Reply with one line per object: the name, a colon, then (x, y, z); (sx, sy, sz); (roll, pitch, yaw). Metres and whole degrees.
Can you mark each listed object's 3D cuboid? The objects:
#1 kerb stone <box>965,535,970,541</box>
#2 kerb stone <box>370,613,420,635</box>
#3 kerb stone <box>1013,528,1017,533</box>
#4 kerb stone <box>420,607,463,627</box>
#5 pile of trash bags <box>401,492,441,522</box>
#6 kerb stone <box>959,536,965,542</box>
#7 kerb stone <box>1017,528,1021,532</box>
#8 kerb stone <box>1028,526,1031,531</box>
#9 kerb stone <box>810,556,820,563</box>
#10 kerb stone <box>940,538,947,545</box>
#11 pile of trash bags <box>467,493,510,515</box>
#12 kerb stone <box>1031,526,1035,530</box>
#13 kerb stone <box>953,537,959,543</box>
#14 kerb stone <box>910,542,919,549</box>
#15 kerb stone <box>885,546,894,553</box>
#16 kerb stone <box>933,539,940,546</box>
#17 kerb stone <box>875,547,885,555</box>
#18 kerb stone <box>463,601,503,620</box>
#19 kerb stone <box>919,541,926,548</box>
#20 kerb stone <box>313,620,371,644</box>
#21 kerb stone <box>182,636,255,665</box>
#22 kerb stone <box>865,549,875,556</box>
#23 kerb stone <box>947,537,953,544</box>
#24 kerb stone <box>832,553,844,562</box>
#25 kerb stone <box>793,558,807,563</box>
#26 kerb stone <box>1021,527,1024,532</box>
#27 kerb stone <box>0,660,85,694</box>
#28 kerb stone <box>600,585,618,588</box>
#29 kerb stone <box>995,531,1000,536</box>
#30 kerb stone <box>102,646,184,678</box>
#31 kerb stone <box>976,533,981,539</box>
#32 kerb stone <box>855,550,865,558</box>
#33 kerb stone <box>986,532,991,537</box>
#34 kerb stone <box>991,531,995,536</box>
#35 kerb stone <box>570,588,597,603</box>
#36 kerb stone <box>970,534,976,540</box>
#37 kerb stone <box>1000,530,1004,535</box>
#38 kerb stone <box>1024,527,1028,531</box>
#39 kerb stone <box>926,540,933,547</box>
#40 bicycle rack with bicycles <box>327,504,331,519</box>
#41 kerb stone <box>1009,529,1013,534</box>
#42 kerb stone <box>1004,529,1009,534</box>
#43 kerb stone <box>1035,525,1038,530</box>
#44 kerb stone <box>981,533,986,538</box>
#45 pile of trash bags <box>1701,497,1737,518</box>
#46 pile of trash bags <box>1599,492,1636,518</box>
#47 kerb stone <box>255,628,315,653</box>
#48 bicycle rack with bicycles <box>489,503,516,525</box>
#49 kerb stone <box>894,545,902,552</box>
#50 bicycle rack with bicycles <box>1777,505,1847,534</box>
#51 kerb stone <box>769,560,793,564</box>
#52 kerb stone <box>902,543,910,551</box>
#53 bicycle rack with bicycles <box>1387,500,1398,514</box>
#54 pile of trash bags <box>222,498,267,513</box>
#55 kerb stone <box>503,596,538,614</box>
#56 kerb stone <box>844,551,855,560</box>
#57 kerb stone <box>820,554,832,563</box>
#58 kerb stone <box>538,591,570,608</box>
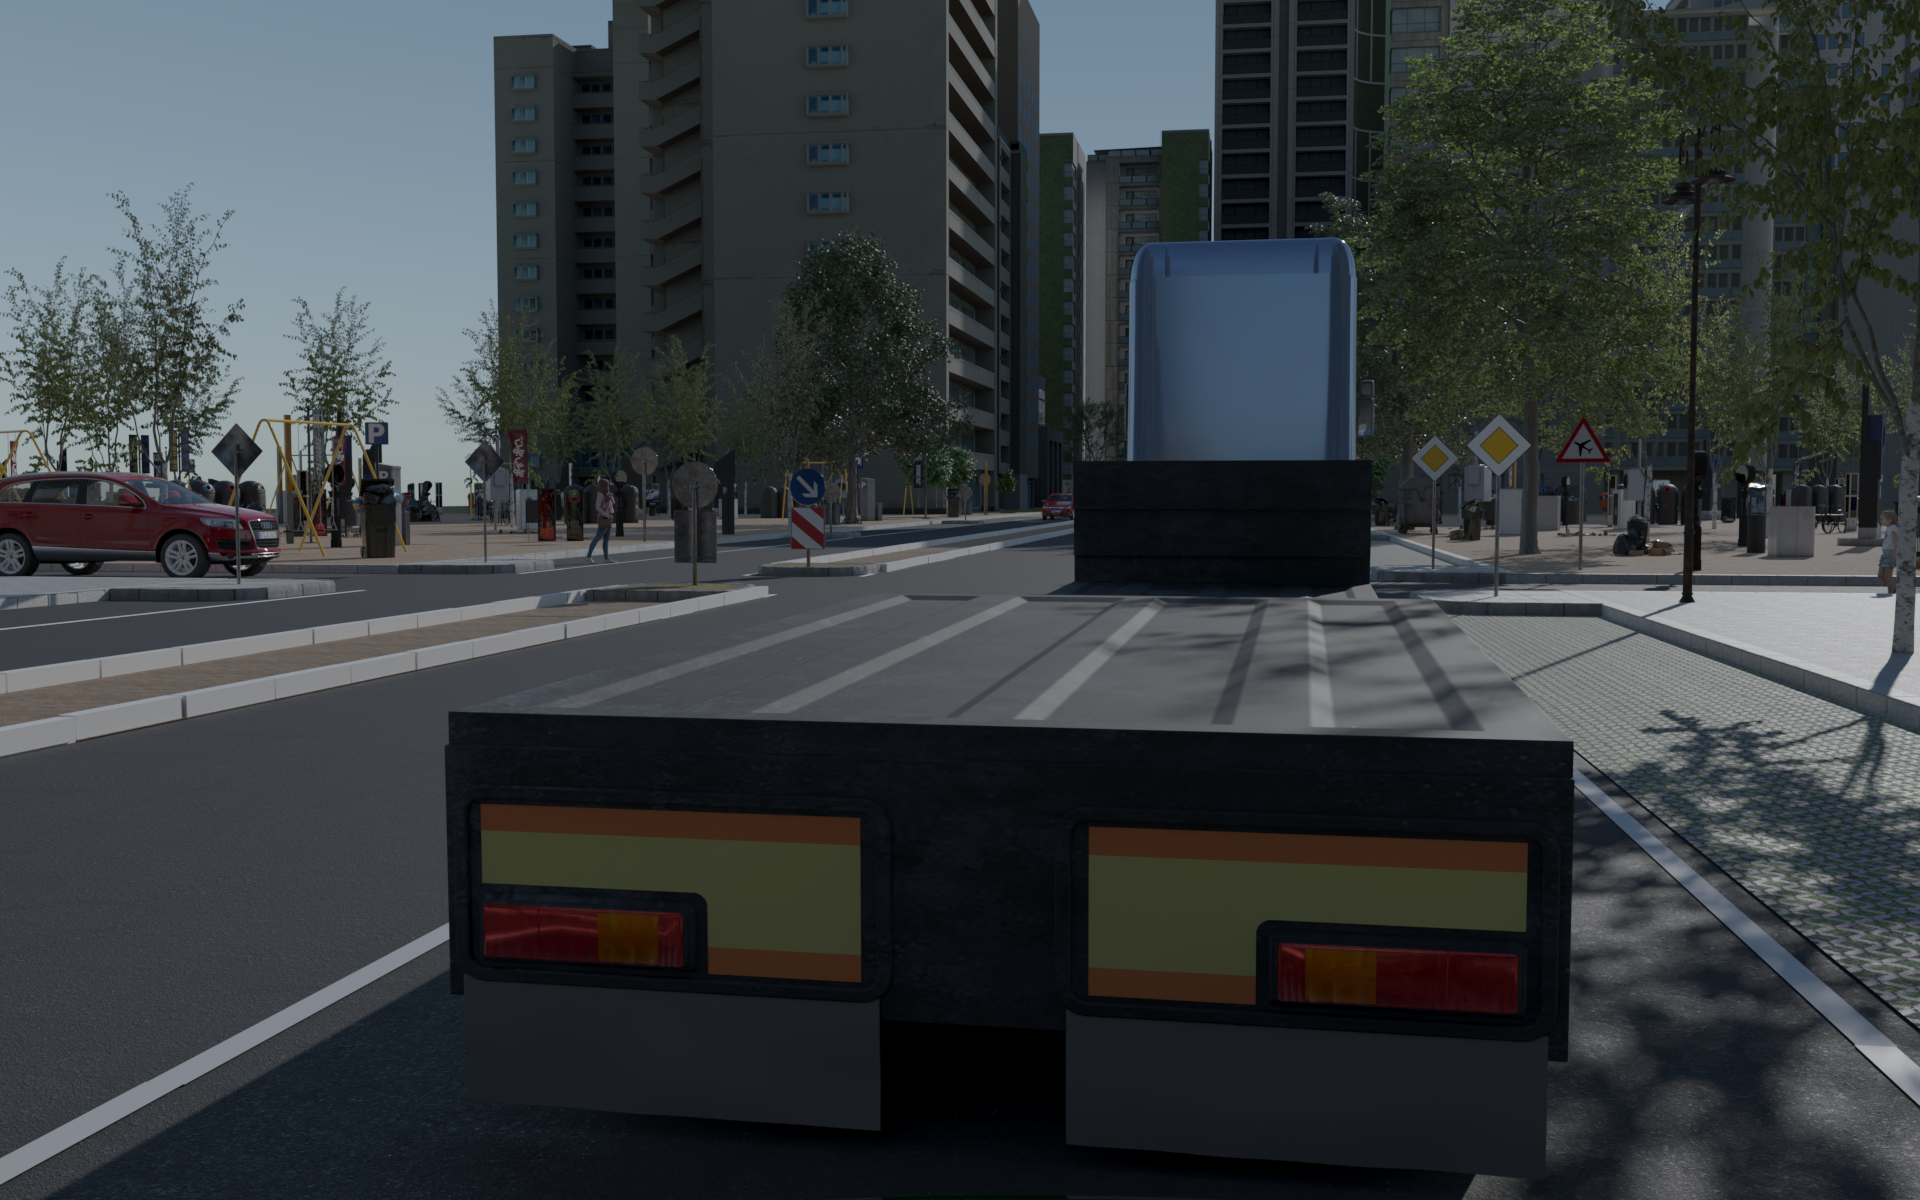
kerb stone: (0.095, -1.872, 52.863); (0.120, 0.150, 1.000); (1, 4, 10)
kerb stone: (-5.924, 0.259, 17.955); (0.120, 0.150, 1.000); (1, 4, 10)
kerb stone: (1.841, -2.491, 62.954); (0.120, 0.150, 1.000); (1, 4, 10)
kerb stone: (-5.749, 0.198, 18.962); (0.120, 0.150, 1.000); (1, 4, 10)
pile of trash bags: (-25.637, -4.259, 79.379); (1.912, 1.369, 3.447); (2, 4, 32)
kerb stone: (-0.080, -1.813, 51.842); (0.120, 0.150, 1.000); (1, 4, 10)
kerb stone: (2.016, -2.555, 63.963); (0.120, 0.150, 1.000); (1, 4, 10)
kerb stone: (2.542, -2.740, 66.994); (0.120, 0.150, 1.000); (1, 4, 10)
kerb stone: (-3.044, -0.763, 34.665); (0.120, 0.150, 1.000); (1, 4, 10)
kerb stone: (-0.597, -1.628, 48.808); (0.120, 0.150, 1.000); (1, 4, 10)
pile of trash bags: (-28.670, -5.825, 104.987); (3.447, 1.369, 1.912); (2, 4, 35)
kerb stone: (2.718, -2.797, 68.007); (0.120, 0.150, 1.000); (1, 4, 10)
kerb stone: (-0.252, -1.752, 50.834); (0.120, 0.150, 1.000); (1, 4, 10)
kerb stone: (-1.293, -1.381, 44.771); (0.120, 0.150, 1.000); (1, 4, 10)
kerb stone: (-1.824, -1.194, 41.731); (0.120, 0.150, 1.000); (1, 4, 10)
kerb stone: (-0.766, -1.566, 47.800); (0.120, 0.150, 1.000); (1, 4, 10)
kerb stone: (-1.988, -1.130, 40.721); (0.120, 0.150, 1.000); (1, 4, 10)
kerb stone: (-5.576, 0.143, 19.969); (0.120, 0.150, 1.000); (1, 4, 10)
kerb stone: (-1.131, -1.438, 45.783); (0.120, 0.150, 1.000); (1, 4, 10)
kerb stone: (-6.104, 0.321, 16.949); (0.120, 0.150, 1.000); (1, 4, 10)
kerb stone: (-6.446, 0.444, 14.932); (0.120, 0.150, 1.000); (1, 4, 10)
kerb stone: (-2.172, -1.072, 39.716); (0.120, 0.150, 1.000); (1, 4, 10)
kerb stone: (-0.420, -1.689, 49.823); (0.120, 0.150, 1.000); (1, 4, 10)
kerb stone: (-2.688, -0.886, 36.685); (0.120, 0.150, 1.000); (1, 4, 10)
kerb stone: (-3.215, -0.701, 33.653); (0.120, 0.150, 1.000); (1, 4, 10)
kerb stone: (2.195, -2.616, 64.970); (0.120, 0.150, 1.000); (1, 4, 10)
kerb stone: (-6.802, 0.568, 12.917); (0.120, 0.150, 1.000); (1, 4, 10)
kerb stone: (-4.878, -0.106, 24.006); (0.120, 0.150, 1.000); (1, 4, 10)
kerb stone: (1.149, -2.246, 58.917); (0.120, 0.150, 1.000); (1, 4, 10)
kerb stone: (-6.626, 0.508, 13.926); (0.120, 0.150, 1.000); (1, 4, 10)
kerb stone: (0.449, -1.998, 54.880); (0.120, 0.150, 1.000); (1, 4, 10)
kerb stone: (-2.345, -1.010, 38.701); (0.120, 0.150, 1.000); (1, 4, 10)
kerb stone: (0.795, -2.123, 56.904); (0.120, 0.150, 1.000); (1, 4, 10)
kerb stone: (0.965, -2.184, 57.912); (0.120, 0.150, 1.000); (1, 4, 10)
kerb stone: (-5.063, -0.049, 22.996); (0.120, 0.150, 1.000); (1, 4, 10)
kerb stone: (0.274, -1.937, 53.869); (0.120, 0.150, 1.000); (1, 4, 10)
kerb stone: (1.318, -2.305, 59.929); (0.120, 0.150, 1.000); (1, 4, 10)
kerb stone: (2.371, -2.673, 65.977); (0.120, 0.150, 1.000); (1, 4, 10)
kerb stone: (-0.949, -1.504, 46.789); (0.120, 0.150, 1.000); (1, 4, 10)
bicycle rack with bicycles: (-31.613, -4.747, 90.998); (2.925, 0.926, 2.852); (2, 4, 32)
kerb stone: (1.668, -2.431, 61.944); (0.120, 0.150, 1.000); (1, 4, 10)
kerb stone: (1.496, -2.369, 60.936); (0.120, 0.150, 1.000); (1, 4, 10)
kerb stone: (2.887, -2.864, 69.015); (0.120, 0.150, 1.000); (1, 4, 10)
kerb stone: (0.621, -2.061, 55.895); (0.120, 0.150, 1.000); (1, 4, 10)
pile of trash bags: (41.963, -5.231, 95.272); (3.447, 1.369, 1.912); (-1, 4, -20)
pile of trash bags: (36.388, -5.159, 94.107); (3.447, 1.369, 1.912); (0, 4, -7)
kerb stone: (-6.285, 0.386, 15.942); (0.120, 0.150, 1.000); (1, 4, 10)
bicycle rack with bicycles: (-18.374, -3.592, 72.110); (2.852, 0.926, 2.925); (-1, 4, -17)
kerb stone: (-1.651, -1.255, 42.742); (0.120, 0.150, 1.000); (1, 4, 10)
bicycle rack with bicycles: (27.894, -2.658, 56.834); (2.925, 0.926, 2.852); (-1, 4, -18)
kerb stone: (-3.394, -0.636, 32.644); (0.120, 0.150, 1.000); (1, 4, 10)
kerb stone: (-1.473, -1.318, 43.751); (0.120, 0.150, 1.000); (1, 4, 10)
bicycle rack with bicycles: (25.356, -5.332, 100.555); (2.925, 0.926, 2.852); (-1, 4, -20)
pile of trash bags: (-39.355, -5.247, 95.536); (1.912, 1.369, 3.447); (-1, 4, -12)
kerb stone: (-5.412, 0.074, 20.982); (0.120, 0.150, 1.000); (1, 4, 10)
kerb stone: (-2.519, -0.941, 37.694); (0.120, 0.150, 1.000); (1, 4, 10)
kerb stone: (-2.869, -0.824, 35.672); (0.120, 0.150, 1.000); (1, 4, 10)
kerb stone: (-5.243, 0.013, 21.990); (0.120, 0.150, 1.000); (1, 4, 10)
